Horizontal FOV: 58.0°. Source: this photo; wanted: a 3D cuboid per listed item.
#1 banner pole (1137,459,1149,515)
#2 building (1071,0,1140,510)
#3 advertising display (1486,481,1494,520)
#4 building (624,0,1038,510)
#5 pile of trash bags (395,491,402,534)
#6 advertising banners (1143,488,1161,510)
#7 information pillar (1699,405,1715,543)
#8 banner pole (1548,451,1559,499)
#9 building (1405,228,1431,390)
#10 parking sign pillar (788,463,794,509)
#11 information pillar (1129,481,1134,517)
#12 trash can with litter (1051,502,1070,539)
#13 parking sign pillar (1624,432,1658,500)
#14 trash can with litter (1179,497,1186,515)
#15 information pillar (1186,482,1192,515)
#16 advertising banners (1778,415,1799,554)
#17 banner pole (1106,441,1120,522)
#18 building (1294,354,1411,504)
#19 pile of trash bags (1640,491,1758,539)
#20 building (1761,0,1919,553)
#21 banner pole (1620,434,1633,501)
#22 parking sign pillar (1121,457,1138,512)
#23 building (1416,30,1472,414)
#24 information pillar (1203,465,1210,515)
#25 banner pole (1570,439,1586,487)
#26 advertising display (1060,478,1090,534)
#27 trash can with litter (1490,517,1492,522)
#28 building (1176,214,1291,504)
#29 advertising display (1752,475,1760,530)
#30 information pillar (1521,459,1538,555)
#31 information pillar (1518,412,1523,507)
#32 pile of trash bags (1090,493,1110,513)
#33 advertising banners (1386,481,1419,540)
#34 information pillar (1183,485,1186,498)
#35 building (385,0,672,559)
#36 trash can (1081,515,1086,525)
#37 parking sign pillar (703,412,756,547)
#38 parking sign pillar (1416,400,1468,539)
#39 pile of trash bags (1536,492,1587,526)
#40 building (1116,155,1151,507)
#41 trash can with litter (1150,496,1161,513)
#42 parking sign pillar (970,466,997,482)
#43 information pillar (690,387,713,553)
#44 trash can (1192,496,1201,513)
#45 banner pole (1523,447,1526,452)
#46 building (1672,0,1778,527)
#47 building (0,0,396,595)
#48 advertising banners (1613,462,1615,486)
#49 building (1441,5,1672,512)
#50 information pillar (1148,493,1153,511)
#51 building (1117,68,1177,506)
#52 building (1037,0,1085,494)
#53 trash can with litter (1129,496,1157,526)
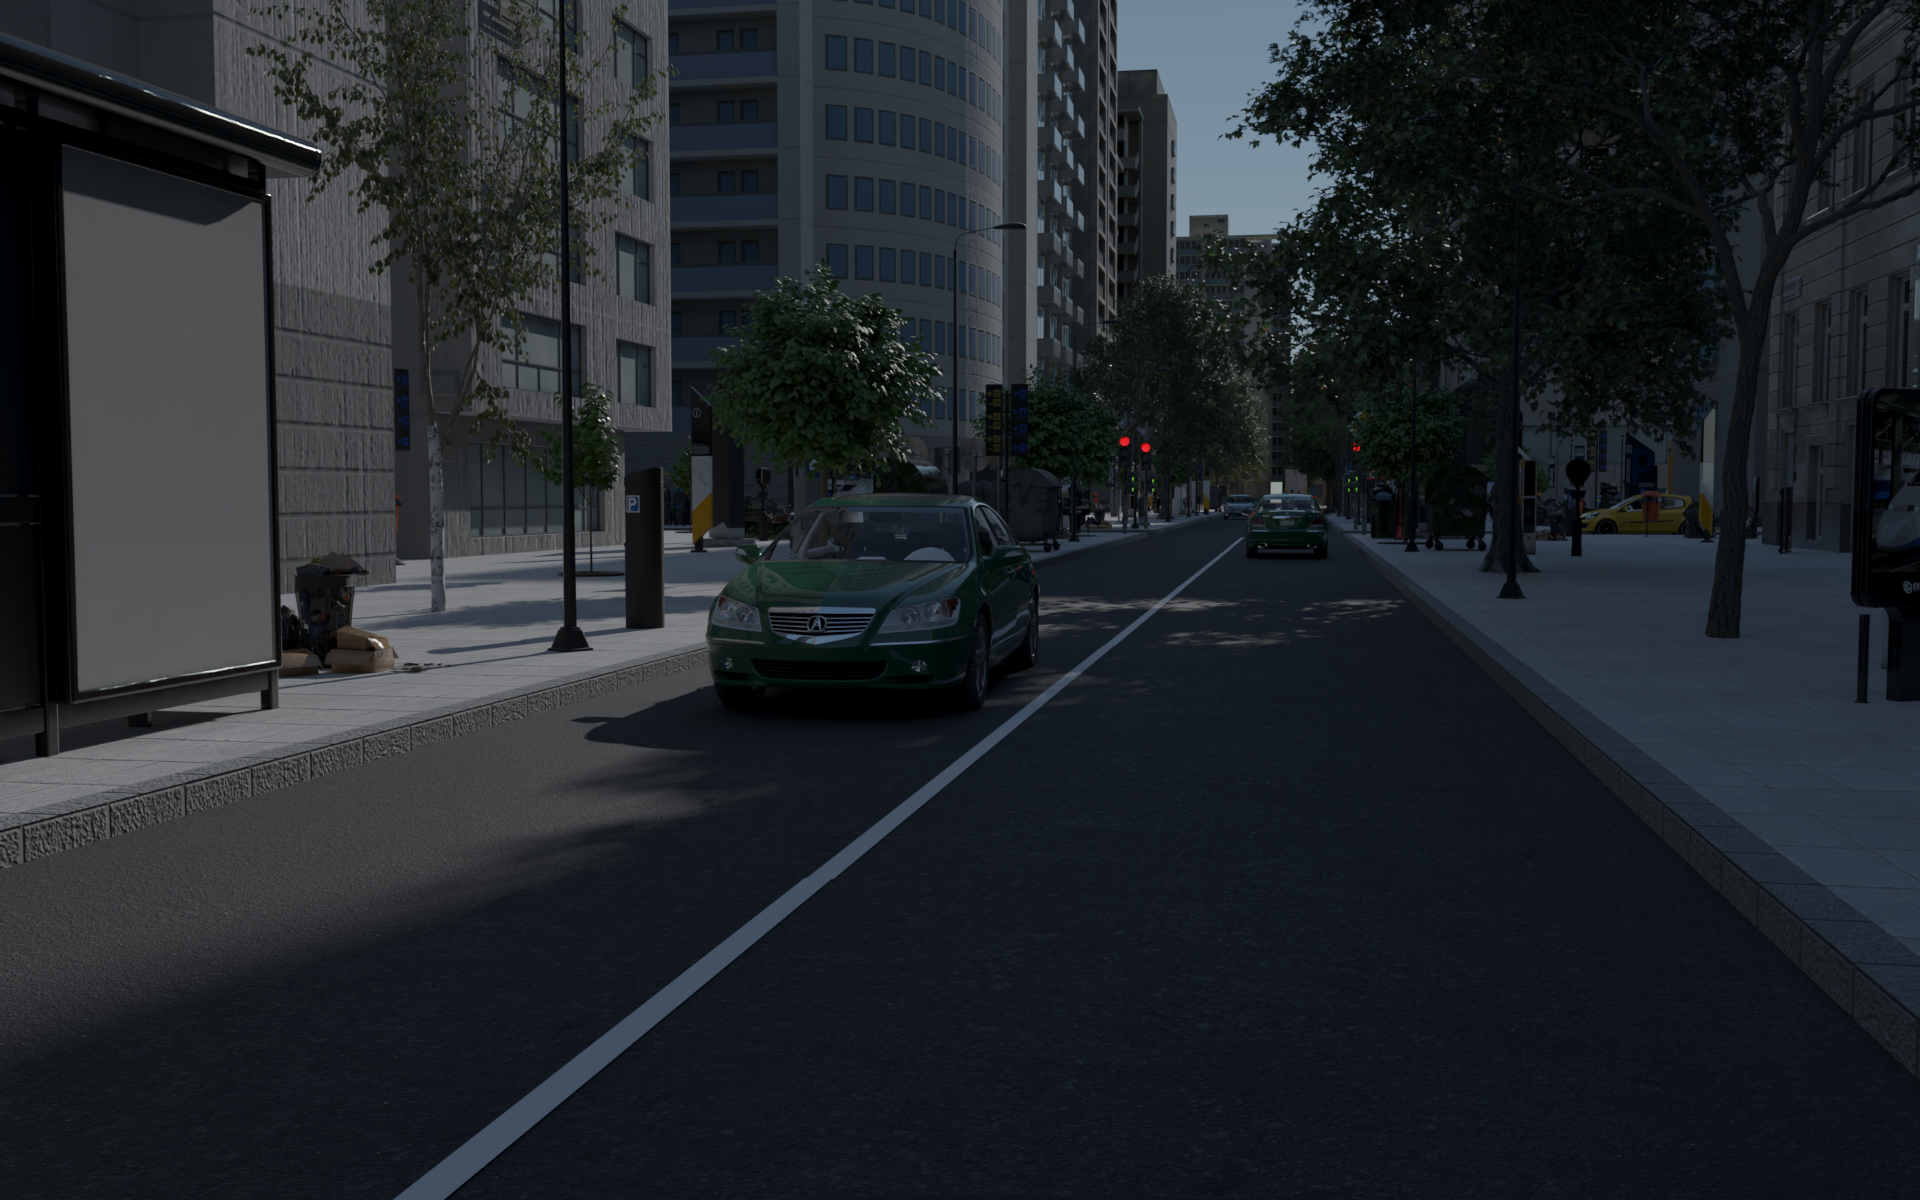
[{"bbox_3d":[11.447,-7.217,108.018,0.863,3.779,0.401,-2,4,-24],"label":"banner pole"},{"bbox_3d":[5.134,-43.519,149.782,20.563,71.187,20.611,1,4,11],"label":"building"},{"bbox_3d":[26.636,-4.965,86.398,0.974,1.923,0.123,-1,4,-14],"label":"advertising display"},{"bbox_3d":[-8.523,-33.348,87.234,21.231,58.520,28.212,1,4,11],"label":"building"},{"bbox_3d":[-18.058,-2.619,52.581,3.447,1.369,1.912,2,4,32],"label":"pile of trash bags"},{"bbox_3d":[15.344,-8.626,137.229,2.074,3.025,0.090,-1,4,-23],"label":"advertising banners"},{"bbox_3d":[19.694,-3.321,45.646,0.504,3.616,0.183,-2,4,-33],"label":"information pillar"},{"bbox_3d":[34.289,-6.729,100.031,0.401,3.779,0.863,-2,4,-34],"label":"banner pole"},{"bbox_3d":[58.599,-34.423,182.420,23.786,49.044,30.456,1,4,11],"label":"building"},{"bbox_3d":[-6.226,-4.956,69.496,1.447,3.967,1.447,0,4,6],"label":"parking sign pillar"},{"bbox_3d":[9.585,-5.655,96.951,0.304,2.012,0.304,-1,4,-19],"label":"information pillar"},{"bbox_3d":[2.705,-2.327,49.440,0.624,1.170,1.055,2,4,31],"label":"trash can with litter"},{"bbox_3d":[29.681,-5.321,75.475,1.447,3.967,1.447,0,4,-6],"label":"parking sign pillar"},{"bbox_3d":[13.805,-5.813,106.437,0.624,1.170,1.055,-2,4,-28],"label":"trash can with litter"},{"bbox_3d":[13.809,-6.120,104.555,0.304,2.012,0.304,1,4,23],"label":"information pillar"},{"bbox_3d":[18.114,-2.546,37.818,0.090,3.025,2.074,2,4,34],"label":"advertising banners"},{"bbox_3d":[7.032,-5.440,78.958,0.863,3.779,0.401,2,4,24],"label":"banner pole"},{"bbox_3d":[60.382,-23.997,237.384,28.899,21.520,27.650,1,4,11],"label":"building"},{"bbox_3d":[21.651,-2.512,50.830,1.912,1.369,3.447,-3,5,-44],"label":"pile of trash bags"},{"bbox_3d":[23.685,-14.261,30.429,12.463,27.353,25.104,1,4,11],"label":"building"},{"bbox_3d":[27.950,-5.060,72.742,0.863,3.779,0.401,-2,4,-27],"label":"banner pole"},{"bbox_3d":[11.966,-8.206,122.642,1.447,3.967,1.447,2,4,25],"label":"parking sign pillar"},{"bbox_3d":[52.391,-30.518,153.595,22.147,44.769,28.867,1,4,11],"label":"building"},{"bbox_3d":[15.082,-7.005,105.889,0.504,3.616,0.183,-3,5,-42],"label":"information pillar"},{"bbox_3d":[27.967,-5.423,78.687,0.863,3.779,0.401,3,5,42],"label":"banner pole"},{"bbox_3d":[3.737,-3.122,56.256,0.974,1.923,0.123,0,4,-2],"label":"advertising display"},{"bbox_3d":[25.194,-4.234,80.284,1.678,1.210,2.233,-1,4,-9],"label":"trash can with litter"},{"bbox_3d":[34.819,-33.762,243.895,23.993,40.220,32.217,1,4,11],"label":"building"},{"bbox_3d":[27.589,-3.353,60.038,0.123,1.923,0.974,1,4,19],"label":"advertising display"},{"bbox_3d":[12.076,-1.975,36.781,0.304,2.012,0.304,1,4,12],"label":"information pillar"},{"bbox_3d":[13.333,-3.083,41.765,0.504,3.616,0.183,-2,4,-27],"label":"information pillar"},{"bbox_3d":[9.439,-6.764,120.341,1.912,1.369,3.447,0,4,0],"label":"pile of trash bags"},{"bbox_3d":[12.281,-3.189,48.329,0.090,3.025,2.074,3,5,42],"label":"advertising banners"},{"bbox_3d":[14.183,-7.170,108.580,0.504,3.616,0.183,3,4,37],"label":"information pillar"},{"bbox_3d":[-14.924,-21.832,40.549,14.086,41.232,14.154,1,4,11],"label":"building"},{"bbox_3d":[4.722,-3.517,69.159,0.748,1.137,0.748,0,3,0],"label":"trash can"},{"bbox_3d":[-5.747,-3.308,42.553,1.447,3.967,1.447,-2,4,-30],"label":"parking sign pillar"},{"bbox_3d":[13.851,-3.744,49.680,1.447,3.967,1.447,1,4,11],"label":"parking sign pillar"},{"bbox_3d":[24.036,-3.621,68.948,1.912,1.369,3.447,0,4,-2],"label":"pile of trash bags"},{"bbox_3d":[2.870,-29.478,173.841,32.217,40.220,23.993,1,4,11],"label":"building"},{"bbox_3d":[13.137,-6.311,114.580,1.055,1.170,0.624,-3,5,-39],"label":"trash can with litter"},{"bbox_3d":[1.078,-5.312,75.329,1.447,3.967,1.447,2,4,29],"label":"parking sign pillar"},{"bbox_3d":[-5.665,-2.850,37.948,0.504,3.616,0.183,1,4,23],"label":"information pillar"},{"bbox_3d":[15.885,-6.426,116.718,0.748,1.137,0.748,0,3,0],"label":"trash can"},{"bbox_3d":[30.069,-6.263,92.424,0.401,3.779,0.863,2,4,25],"label":"banner pole"},{"bbox_3d":[42.900,-27.525,73.730,21.600,48.544,21.300,1,4,11],"label":"building"},{"bbox_3d":[-21.075,-28.710,11.414,21.231,58.520,28.212,1,4,11],"label":"building"},{"bbox_3d":[36.374,-6.102,95.958,0.090,3.025,2.074,2,4,31],"label":"advertising banners"},{"bbox_3d":[47.828,-32.317,117.625,28.713,52.752,27.495,1,4,11],"label":"building"},{"bbox_3d":[14.027,-8.353,127.931,0.504,3.616,0.183,1,4,13],"label":"information pillar"},{"bbox_3d":[13.248,-35.064,196.989,21.600,48.544,21.300,1,4,11],"label":"building"},{"bbox_3d":[-3.122,-30.876,124.437,23.786,49.044,30.456,1,4,11],"label":"building"},{"bbox_3d":[7.198,-3.637,70.523,1.678,1.210,2.233,1,4,17],"label":"trash can with litter"}]
